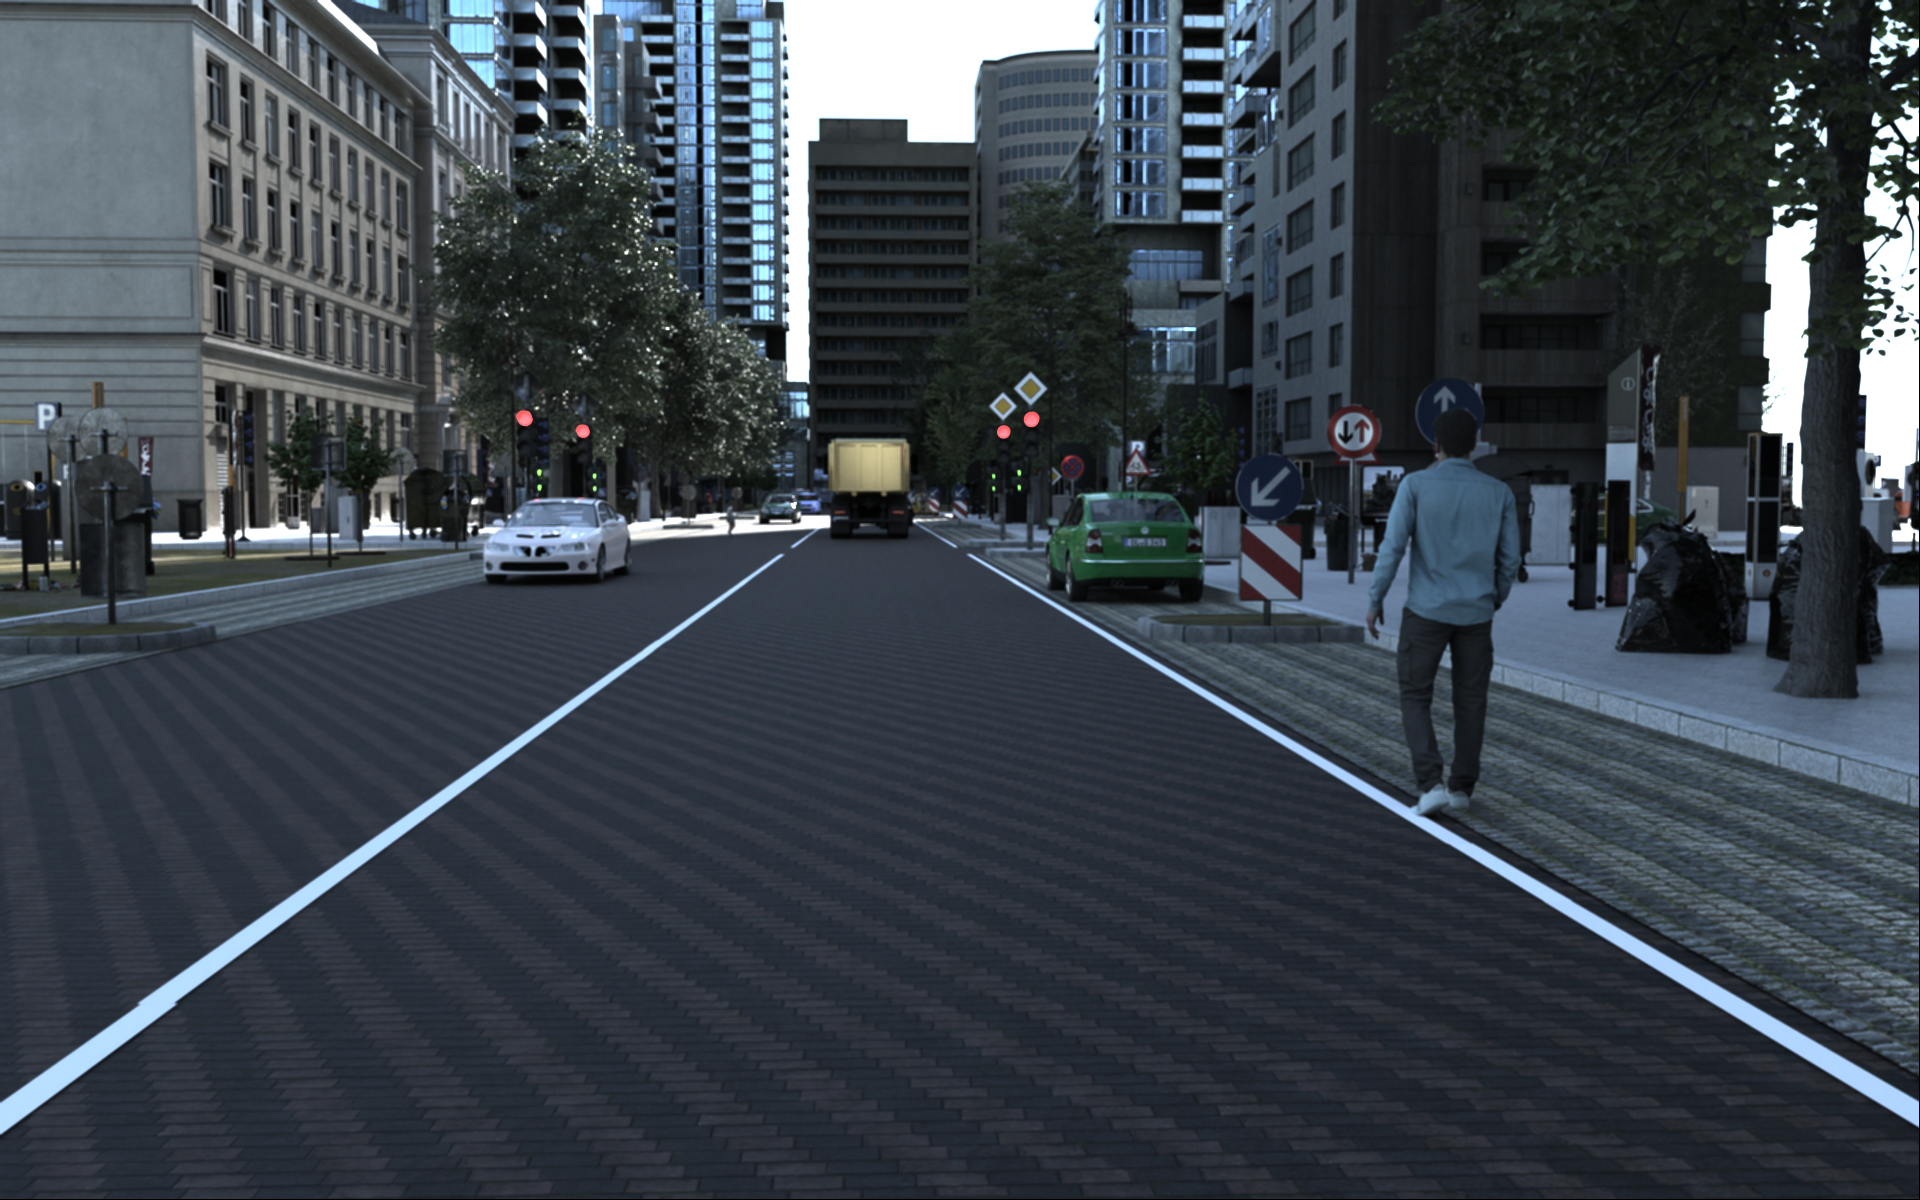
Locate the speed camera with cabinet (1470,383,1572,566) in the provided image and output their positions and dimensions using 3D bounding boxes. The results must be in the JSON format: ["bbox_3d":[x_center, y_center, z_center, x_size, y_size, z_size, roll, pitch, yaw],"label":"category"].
[{"bbox_3d":[9.929,-2.255,31.212,2.038,3.252,0.660,0,4,-1],"label":"speed camera with cabinet"}]

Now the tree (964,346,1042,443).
[{"bbox_3d":[2.382,-8.202,84.466,4.360,8.622,3.978,0,3,0],"label":"tree"}]

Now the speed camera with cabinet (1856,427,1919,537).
[{"bbox_3d":[27.642,-3.494,51.460,2.038,3.252,0.660,2,4,24],"label":"speed camera with cabinet"}]

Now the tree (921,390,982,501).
[{"bbox_3d":[-0.263,-10.104,115.560,4.737,8.622,4.395,0,3,0],"label":"tree"}]

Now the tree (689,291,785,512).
[{"bbox_3d":[-16.487,-12.156,105.413,9.857,13.997,8.962,0,3,0],"label":"tree"}]

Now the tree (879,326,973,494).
[{"bbox_3d":[-2.961,-20.640,193.356,12.611,20.169,13.585,0,3,0],"label":"tree"}]

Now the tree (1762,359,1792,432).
[{"bbox_3d":[29.968,-7.197,68.030,4.737,8.622,4.395,0,3,0],"label":"tree"}]

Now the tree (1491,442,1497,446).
[{"bbox_3d":[16.567,-3.744,55.813,1.663,3.219,1.824,0,3,0],"label":"tree"}]

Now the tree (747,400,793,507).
[{"bbox_3d":[-19.923,-14.737,166.707,9.928,11.665,9.643,0,3,0],"label":"tree"}]

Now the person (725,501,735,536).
[{"bbox_3d":[-7.839,-2.765,58.728,0.382,1.210,0.505,-2,4,-33],"label":"person"}]

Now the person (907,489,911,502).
[{"bbox_3d":[-3.525,-6.946,122.412,0.624,1.780,0.694,0,4,1],"label":"person"}]

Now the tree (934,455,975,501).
[{"bbox_3d":[-0.251,-8.857,128.528,4.285,4.588,4.351,0,3,0],"label":"tree"}]

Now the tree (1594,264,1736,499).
[{"bbox_3d":[22.103,-6.407,55.123,4.360,8.622,3.978,0,3,0],"label":"tree"}]

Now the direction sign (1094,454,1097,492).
[{"bbox_3d":[7.676,-6.492,98.143,0.379,3.537,0.876,1,4,10],"label":"direction sign"}]

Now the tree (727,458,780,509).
[{"bbox_3d":[-18.759,-10.148,149.627,4.285,4.588,4.351,0,3,0],"label":"tree"}]

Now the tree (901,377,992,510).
[{"bbox_3d":[-0.827,-12.497,138.734,7.601,10.594,8.767,1,4,19],"label":"tree"}]

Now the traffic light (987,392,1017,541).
[{"bbox_3d":[1.163,-3.598,47.756,0.839,4.253,0.868,0,4,-3],"label":"traffic light"}]

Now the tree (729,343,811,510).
[{"bbox_3d":[-17.580,-13.953,138.507,12.009,13.543,11.850,0,3,0],"label":"tree"}]

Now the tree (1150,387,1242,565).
[{"bbox_3d":[4.305,-2.266,31.655,1.663,3.219,1.824,0,3,0],"label":"tree"}]

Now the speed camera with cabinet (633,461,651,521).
[{"bbox_3d":[-15.595,-5.396,82.554,2.038,3.252,0.660,3,5,45],"label":"speed camera with cabinet"}]

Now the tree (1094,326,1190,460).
[{"bbox_3d":[7.734,-7.600,74.615,4.737,8.622,4.395,0,3,0],"label":"tree"}]

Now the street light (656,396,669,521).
[{"bbox_3d":[-13.995,-6.658,81.648,0.468,5.910,1.993,0,4,-3],"label":"street light"}]

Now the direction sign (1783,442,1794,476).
[{"bbox_3d":[35.920,-5.111,75.554,0.379,3.537,0.876,-2,4,-32],"label":"direction sign"}]

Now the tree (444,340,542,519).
[{"bbox_3d":[-21.146,-7.906,79.633,4.737,8.622,4.395,0,3,0],"label":"tree"}]

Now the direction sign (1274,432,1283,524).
[{"bbox_3d":[11.770,-4.409,64.087,0.379,3.537,0.876,0,4,-8],"label":"direction sign"}]

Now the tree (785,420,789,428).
[{"bbox_3d":[-16.940,-13.158,121.781,9.857,13.997,8.962,0,3,0],"label":"tree"}]

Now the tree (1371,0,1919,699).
[{"bbox_3d":[5.817,-5.678,10.969,7.486,12.596,7.792,0,3,0],"label":"tree"}]

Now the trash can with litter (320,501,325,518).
[{"bbox_3d":[-24.400,-3.377,66.602,0.624,1.170,1.055,2,4,24],"label":"trash can with litter"}]

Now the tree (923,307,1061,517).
[{"bbox_3d":[1.811,-10.365,95.224,9.928,11.665,9.643,0,3,0],"label":"tree"}]

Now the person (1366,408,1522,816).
[{"bbox_3d":[2.191,0.044,7.795,0.660,1.820,0.620,0,4,-3],"label":"person"}]

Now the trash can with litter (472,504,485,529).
[{"bbox_3d":[-17.759,-3.193,63.600,0.624,1.170,1.055,-1,4,-20],"label":"trash can with litter"}]

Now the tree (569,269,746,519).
[{"bbox_3d":[-15.778,-10.501,88.703,9.611,12.733,9.660,0,3,0],"label":"tree"}]

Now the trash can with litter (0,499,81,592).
[{"bbox_3d":[-12.297,-0.770,23.643,1.678,1.210,2.233,0,4,2],"label":"trash can with litter"}]

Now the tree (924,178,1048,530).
[{"bbox_3d":[3.400,-8.824,62.399,7.486,12.596,7.792,0,3,0],"label":"tree"}]

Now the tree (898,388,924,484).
[{"bbox_3d":[-1.920,-14.949,162.550,7.486,12.596,7.792,0,3,0],"label":"tree"}]

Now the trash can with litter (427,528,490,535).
[{"bbox_3d":[-16.162,-2.725,55.614,2.233,1.210,1.678,-2,4,-30],"label":"trash can with litter"}]

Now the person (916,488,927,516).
[{"bbox_3d":[-2.281,-5.823,103.802,0.778,1.811,0.616,0,4,7],"label":"person"}]

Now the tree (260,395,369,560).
[{"bbox_3d":[-12.876,-2.405,33.927,1.663,3.219,1.824,0,3,0],"label":"tree"}]

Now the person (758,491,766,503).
[{"bbox_3d":[-22.945,-11.839,202.154,1.350,1.814,0.705,1,4,11],"label":"person"}]

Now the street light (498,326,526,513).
[{"bbox_3d":[-12.320,-4.586,47.761,0.468,5.910,1.993,0,4,-3],"label":"street light"}]

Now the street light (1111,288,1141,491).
[{"bbox_3d":[3.721,-4.054,39.074,0.468,5.910,1.993,0,4,-3],"label":"street light"}]

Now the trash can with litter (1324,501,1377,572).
[{"bbox_3d":[6.629,-1.076,28.985,1.055,1.170,0.624,2,4,25],"label":"trash can with litter"}]

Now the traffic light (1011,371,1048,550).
[{"bbox_3d":[1.595,-3.111,39.782,0.839,4.253,0.868,0,4,-3],"label":"traffic light"}]

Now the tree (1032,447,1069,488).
[{"bbox_3d":[6.293,-8.302,119.455,4.285,4.588,4.351,0,3,0],"label":"tree"}]

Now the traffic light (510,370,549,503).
[{"bbox_3d":[-9.749,-3.072,39.155,0.839,4.253,0.868,0,4,-3],"label":"traffic light"}]

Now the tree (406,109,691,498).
[{"bbox_3d":[-13.901,-9.317,58.996,9.857,13.997,8.962,0,3,0],"label":"tree"}]

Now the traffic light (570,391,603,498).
[{"bbox_3d":[-10.181,-3.560,47.128,0.839,4.253,0.868,0,4,-3],"label":"traffic light"}]

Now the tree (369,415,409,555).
[{"bbox_3d":[-12.885,-2.585,36.870,1.663,3.219,1.824,0,3,0],"label":"tree"}]
